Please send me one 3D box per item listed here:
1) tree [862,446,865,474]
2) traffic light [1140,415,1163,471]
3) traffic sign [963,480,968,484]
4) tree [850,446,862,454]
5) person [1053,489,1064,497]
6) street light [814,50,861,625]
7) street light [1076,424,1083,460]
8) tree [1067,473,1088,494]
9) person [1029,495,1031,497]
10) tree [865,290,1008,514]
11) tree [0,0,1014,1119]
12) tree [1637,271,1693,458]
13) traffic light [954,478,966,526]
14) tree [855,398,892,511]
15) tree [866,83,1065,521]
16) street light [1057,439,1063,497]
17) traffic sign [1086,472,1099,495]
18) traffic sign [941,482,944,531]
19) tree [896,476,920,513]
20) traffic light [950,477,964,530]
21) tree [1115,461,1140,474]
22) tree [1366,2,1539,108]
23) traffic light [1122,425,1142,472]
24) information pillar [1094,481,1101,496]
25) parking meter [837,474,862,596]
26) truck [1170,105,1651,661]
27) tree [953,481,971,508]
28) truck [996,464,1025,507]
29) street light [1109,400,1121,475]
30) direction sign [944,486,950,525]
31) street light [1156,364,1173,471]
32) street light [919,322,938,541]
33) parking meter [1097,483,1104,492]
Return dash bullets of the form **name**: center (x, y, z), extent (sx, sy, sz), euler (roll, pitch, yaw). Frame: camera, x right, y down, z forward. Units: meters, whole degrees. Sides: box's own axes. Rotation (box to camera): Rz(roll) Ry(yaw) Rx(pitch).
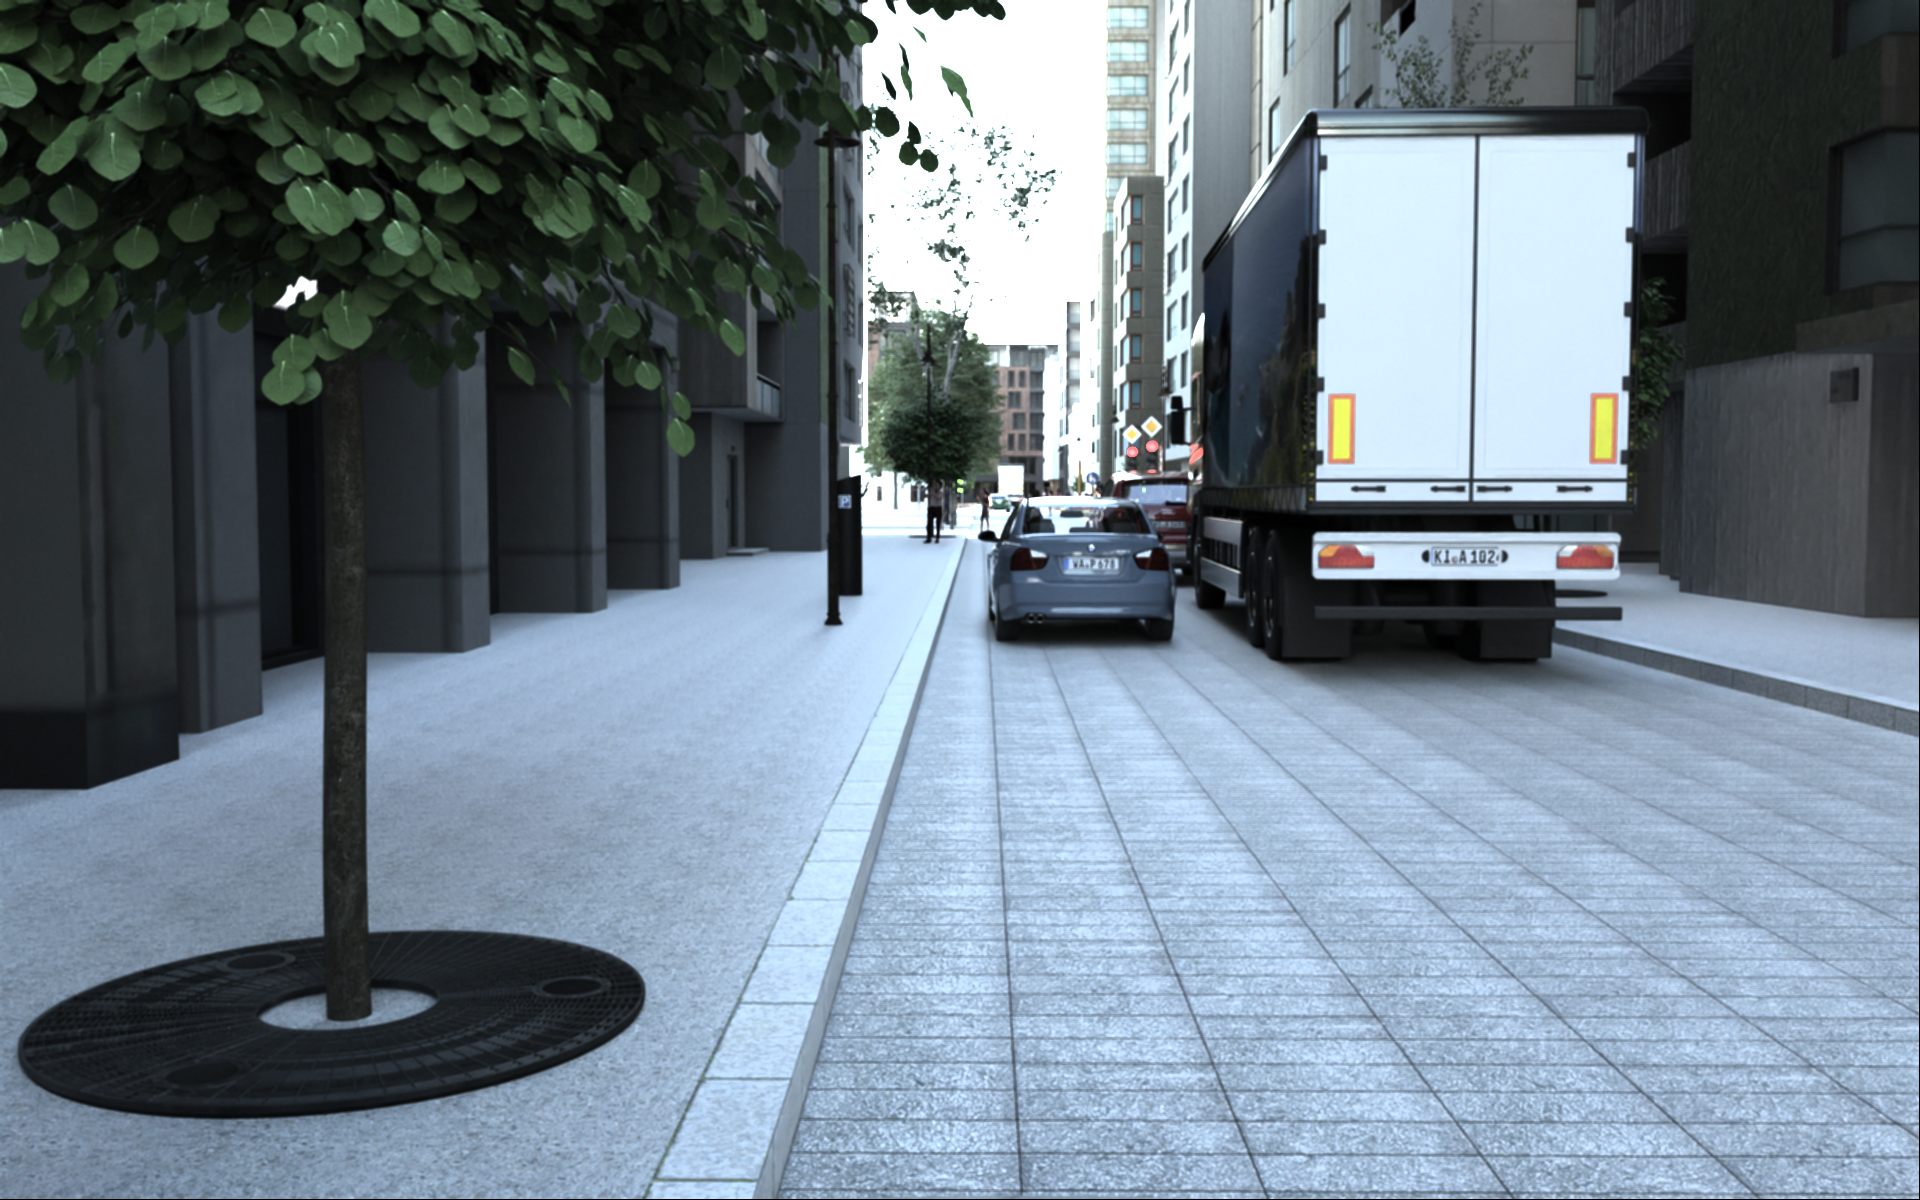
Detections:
- **tree**: center (-1.035, -11.726, 109.840), extent (7.486, 12.596, 7.792), euler (0, 3, 0)
- **traffic light**: center (6.830, -4.473, 62.058), extent (0.839, 4.253, 0.868), euler (0, 4, 1)
- **traffic sign**: center (0.141, -7.244, 118.177), extent (0.795, 2.593, 0.064), euler (0, 4, 3)
- **tree**: center (-5.628, -13.576, 140.100), extent (7.486, 12.596, 7.792), euler (0, 3, 0)
- **person**: center (8.961, -9.250, 157.956), extent (1.217, 1.739, 0.721), euler (0, 4, -7)
- **street light**: center (-1.243, -2.694, 16.837), extent (0.468, 5.910, 1.993), euler (0, 4, 1)
- **street light**: center (7.866, -8.695, 114.944), extent (0.468, 5.910, 1.993), euler (0, 4, 1)
- **tree**: center (9.320, -8.716, 137.101), extent (1.663, 3.219, 1.824), euler (0, 3, 0)
- **person**: center (9.110, -12.569, 211.480), extent (1.348, 1.831, 0.705), euler (1, 4, 19)
- **tree**: center (-1.037, -10.942, 97.025), extent (7.486, 12.596, 7.792), euler (0, 3, 0)
- **tree**: center (-1.435, -1.245, 4.072), extent (4.285, 4.588, 4.351), euler (0, 3, 0)
- **tree**: center (7.599, -2.346, 22.067), extent (4.285, 4.588, 4.351), euler (0, 3, 0)
- **traffic light**: center (-0.177, -4.966, 70.109), extent (0.839, 4.253, 0.868), euler (0, 4, 1)
- **tree**: center (-6.282, -11.116, 132.108), extent (4.737, 8.622, 4.395), euler (0, 3, 0)
- **tree**: center (-1.789, -13.766, 80.962), extent (12.611, 20.169, 13.585), euler (0, 3, 0)
- **street light**: center (8.299, -10.497, 144.409), extent (0.468, 5.910, 1.993), euler (0, 4, 1)
- **traffic sign**: center (7.523, -6.018, 98.497), extent (0.768, 2.556, 0.104), euler (0, 4, 4)
- **traffic sign**: center (-0.604, -3.644, 59.681), extent (0.768, 2.556, 0.104), euler (0, 4, 6)
- **tree**: center (-2.803, -10.236, 117.716), extent (4.360, 8.622, 3.978), euler (0, 3, 0)
- **traffic light**: center (-0.271, -4.477, 62.125), extent (0.839, 4.253, 0.868), euler (0, 4, 1)
- **tree**: center (8.470, -5.668, 87.270), extent (1.663, 3.219, 1.824), euler (0, 3, 0)
- **tree**: center (6.913, -4.660, 26.560), extent (4.360, 8.622, 3.978), euler (0, 3, 0)
- **traffic light**: center (6.923, -4.962, 70.043), extent (0.839, 4.253, 0.868), euler (0, 4, 1)
- **information pillar**: center (7.832, -5.770, 98.829), extent (0.304, 2.012, 0.304), euler (-2, 4, -23)
- **parking meter**: center (-1.428, -0.828, 21.957), extent (0.372, 1.533, 0.369), euler (0, 3, 0)
- **truck**: center (3.978, -1.790, 18.178), extent (2.839, 4.237, 11.283), euler (0, 4, 3)
- **tree**: center (0.496, -11.121, 176.433), extent (1.663, 3.219, 1.824), euler (0, 3, 0)
- **truck**: center (4.882, -10.880, 166.793), extent (2.839, 4.237, 11.283), euler (0, 4, 1)
- **street light**: center (7.595, -6.868, 85.083), extent (0.468, 5.910, 1.993), euler (0, 4, 1)
- **direction sign**: center (-0.468, -4.843, 71.175), extent (0.379, 3.537, 0.876), euler (-2, 4, -35)
- **street light**: center (7.273, -5.437, 61.689), extent (0.468, 5.910, 1.993), euler (0, 4, 1)
- **street light**: center (-0.842, -4.527, 46.809), extent (0.468, 5.910, 1.993), euler (0, 4, 1)
- **parking meter**: center (7.499, -5.321, 92.703), extent (0.255, 1.863, 0.399), euler (2, 4, 27)
